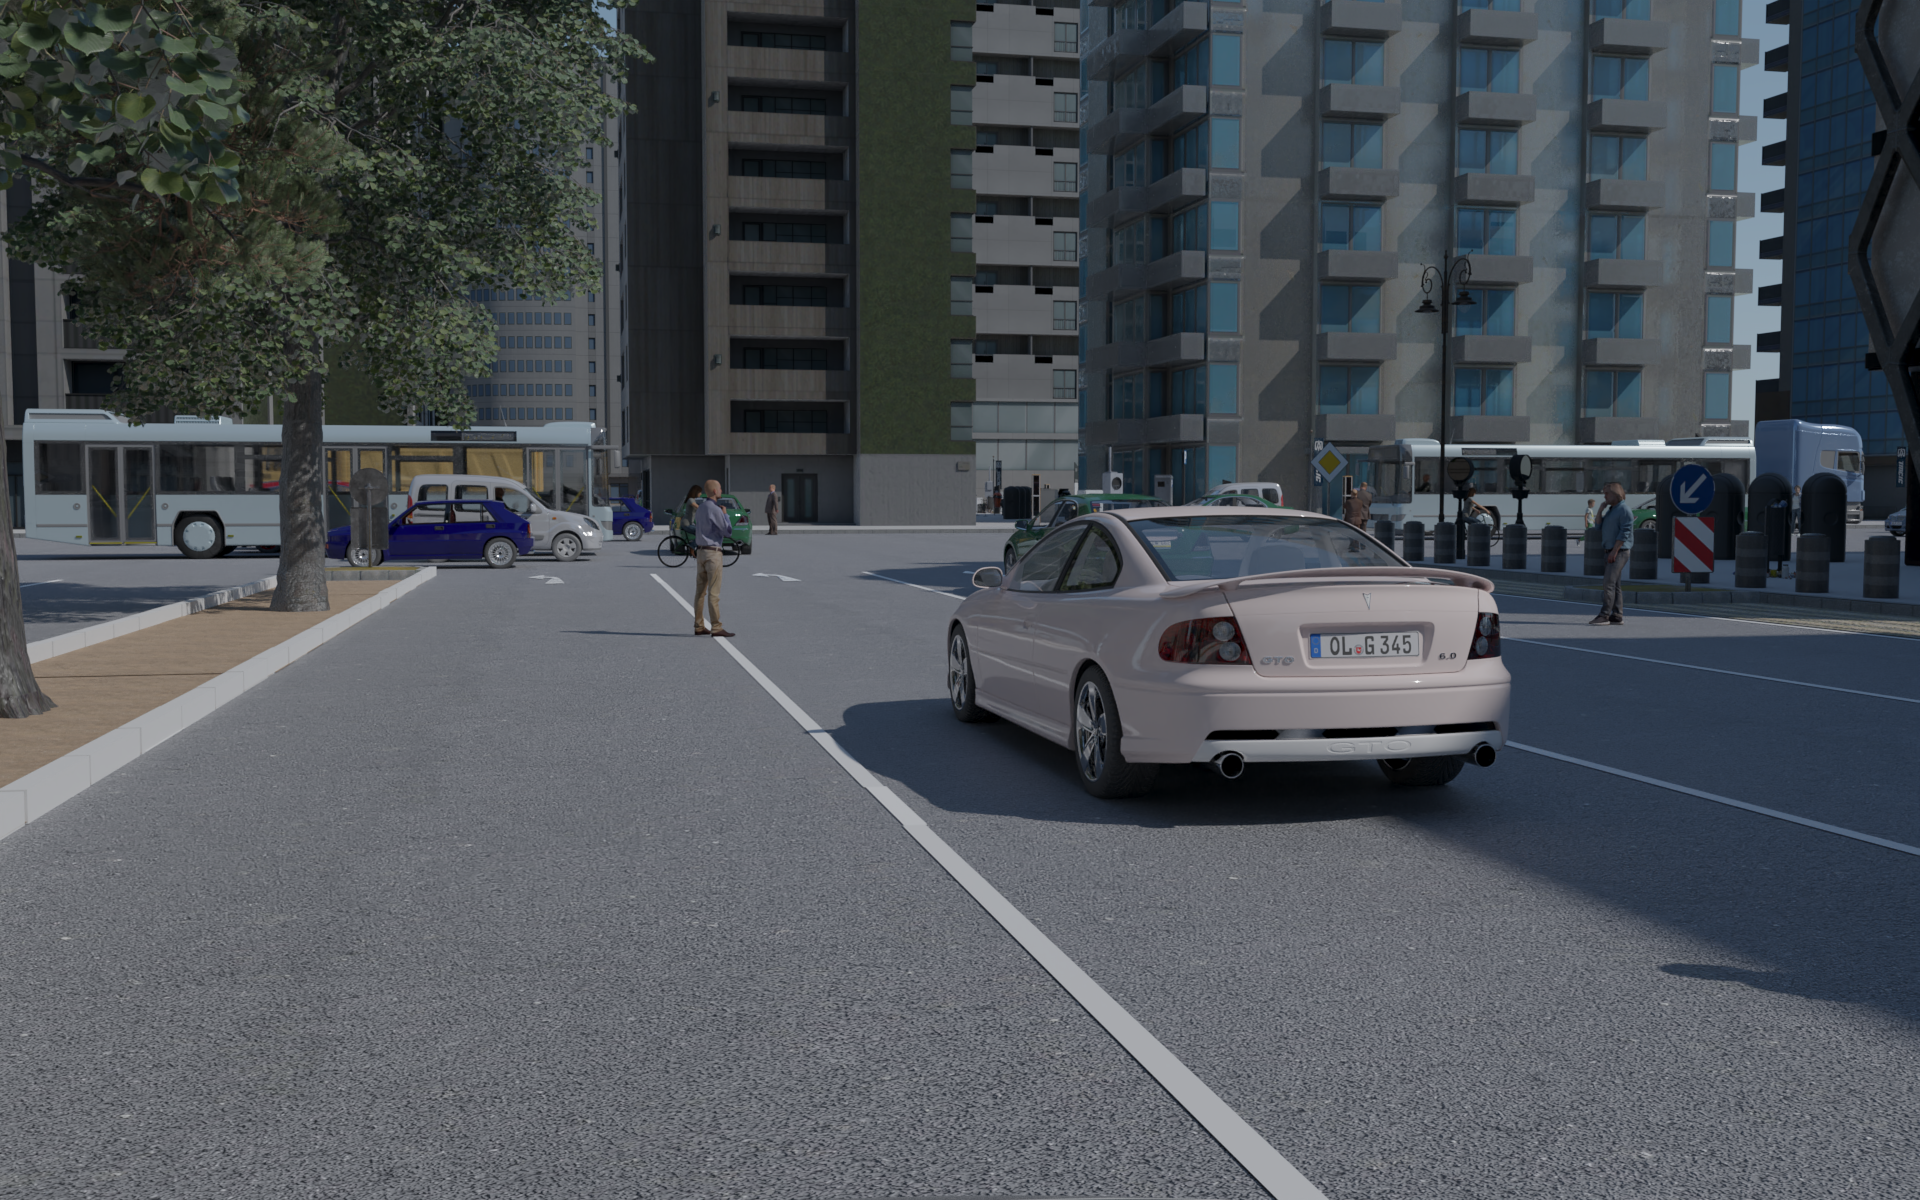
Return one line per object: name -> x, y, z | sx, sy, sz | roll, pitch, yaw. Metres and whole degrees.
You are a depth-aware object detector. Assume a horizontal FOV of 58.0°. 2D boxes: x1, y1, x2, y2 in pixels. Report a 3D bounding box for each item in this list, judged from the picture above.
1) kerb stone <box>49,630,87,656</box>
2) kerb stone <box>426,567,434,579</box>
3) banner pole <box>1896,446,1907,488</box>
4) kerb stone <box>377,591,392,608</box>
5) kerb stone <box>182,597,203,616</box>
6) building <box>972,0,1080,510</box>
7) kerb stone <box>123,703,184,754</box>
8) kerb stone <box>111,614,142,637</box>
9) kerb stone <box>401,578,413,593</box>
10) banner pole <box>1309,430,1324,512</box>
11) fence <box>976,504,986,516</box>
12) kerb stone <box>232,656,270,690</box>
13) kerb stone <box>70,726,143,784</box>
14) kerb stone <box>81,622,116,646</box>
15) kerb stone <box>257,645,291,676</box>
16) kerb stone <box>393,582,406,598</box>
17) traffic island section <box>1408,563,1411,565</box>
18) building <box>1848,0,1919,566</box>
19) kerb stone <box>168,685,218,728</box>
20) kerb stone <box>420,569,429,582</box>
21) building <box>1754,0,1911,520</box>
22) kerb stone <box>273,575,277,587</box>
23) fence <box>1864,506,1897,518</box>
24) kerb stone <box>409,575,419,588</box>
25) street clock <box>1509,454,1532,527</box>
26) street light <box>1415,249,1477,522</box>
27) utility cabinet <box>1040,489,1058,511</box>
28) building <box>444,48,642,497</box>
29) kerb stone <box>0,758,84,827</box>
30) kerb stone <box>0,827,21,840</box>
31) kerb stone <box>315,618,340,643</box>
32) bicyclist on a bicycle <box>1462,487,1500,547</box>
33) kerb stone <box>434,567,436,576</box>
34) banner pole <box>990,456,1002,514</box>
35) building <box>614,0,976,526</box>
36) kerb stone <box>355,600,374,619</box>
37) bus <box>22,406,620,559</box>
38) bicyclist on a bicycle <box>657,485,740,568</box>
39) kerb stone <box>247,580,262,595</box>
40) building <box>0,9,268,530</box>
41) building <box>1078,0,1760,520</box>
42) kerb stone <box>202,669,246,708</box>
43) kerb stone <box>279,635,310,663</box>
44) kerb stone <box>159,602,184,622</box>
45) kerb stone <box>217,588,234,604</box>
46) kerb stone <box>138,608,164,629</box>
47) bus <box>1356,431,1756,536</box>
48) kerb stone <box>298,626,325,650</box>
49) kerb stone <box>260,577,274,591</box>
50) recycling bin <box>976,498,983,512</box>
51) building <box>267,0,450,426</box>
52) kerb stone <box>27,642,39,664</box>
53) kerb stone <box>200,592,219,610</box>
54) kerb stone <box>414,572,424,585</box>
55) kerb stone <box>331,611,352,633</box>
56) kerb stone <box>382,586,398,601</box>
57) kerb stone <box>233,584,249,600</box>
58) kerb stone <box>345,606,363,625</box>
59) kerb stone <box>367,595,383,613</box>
kerb stone -> -8.091, 0.406, 15.609 | 0.120, 0.150, 1.000 | -1, 4, -13
kerb stone -> -8.977, -0.422, 29.098 | 0.120, 0.150, 1.000 | -1, 4, -13
banner pole -> 43.512, -5.495, 79.857 | 0.401, 3.779, 0.863 | -2, 4, -24
kerb stone -> -7.383, 0.015, 22.065 | 0.120, 0.150, 1.000 | -1, 4, -13
kerb stone -> -9.214, 0.096, 20.632 | 0.120, 0.150, 1.000 | -1, 4, -13
building -> 1.914, -34.043, 145.841 | 28.713, 52.752, 27.495 | -1, 4, -13
kerb stone -> -4.669, 0.746, 10.000 | 0.120, 0.150, 1.000 | -1, 4, -13
kerb stone -> -8.540, 0.283, 17.619 | 0.120, 0.150, 1.000 | -1, 4, -13
kerb stone -> -8.068, -0.176, 25.075 | 0.120, 0.150, 1.000 | -1, 4, -13
banner pole -> 13.873, -4.748, 67.642 | 0.863, 3.779, 0.401 | -2, 4, -26
fence -> 1.239, -5.227, 100.831 | 0.278, 0.683, 2.069 | -1, 4, -13
kerb stone -> -5.355, 0.561, 13.021 | 0.120, 0.150, 1.000 | -1, 4, -13
kerb stone -> -4.446, 0.808, 8.997 | 0.120, 0.150, 1.000 | -1, 4, -13
kerb stone -> -8.314, 0.343, 16.611 | 0.120, 0.150, 1.000 | -1, 4, -13
kerb stone -> -5.585, 0.500, 14.027 | 0.120, 0.150, 1.000 | -1, 4, -13
kerb stone -> -7.841, -0.115, 24.074 | 0.120, 0.150, 1.000 | -1, 4, -13
traffic island section -> 7.079, -0.672, 33.268 | 2.009, 0.180, 2.903 | -1, 4, -13
building -> 23.790, -9.542, 23.459 | 16.820, 18.784, 16.811 | -1, 4, -13
kerb stone -> -4.896, 0.688, 11.001 | 0.120, 0.150, 1.000 | -1, 4, -13
kerb stone -> -8.751, -0.360, 28.094 | 0.120, 0.150, 1.000 | -1, 4, -13
building -> 51.556, -26.762, 87.666 | 14.200, 45.320, 14.600 | -1, 4, -13
kerb stone -> -10.578, -0.269, 26.655 | 0.120, 0.150, 1.000 | -1, 4, -13
fence -> 44.204, -4.150, 83.223 | 0.278, 0.683, 2.069 | -1, 4, -16
kerb stone -> -8.297, -0.238, 26.084 | 0.120, 0.150, 1.000 | -1, 4, -13
street clock -> 10.259, -1.661, 31.731 | 0.358, 2.002, 0.471 | 3, 5, 44
street light -> 9.188, -3.678, 32.920 | 0.468, 5.910, 1.993 | -1, 4, -13
utility cabinet -> 3.839, -4.245, 78.086 | 1.173, 1.500, 0.318 | 2, 4, 32
building -> -53.079, -42.040, 229.357 | 28.212, 58.520, 21.231 | -1, 4, -13
kerb stone -> -4.217, 0.869, 7.994 | 0.120, 0.150, 1.000 | -1, 4, -13
kerb stone -> -3.993, 0.932, 6.986 | 0.120, 0.150, 1.000 | -1, 4, -13
kerb stone -> -6.257, 0.316, 17.034 | 0.120, 0.150, 1.000 | -1, 4, -13
bicyclist on a bicycle -> 13.779, -2.233, 46.530 | 1.625, 1.676, 1.499 | -1, 4, -11
kerb stone -> -9.206, -0.484, 30.114 | 0.120, 0.150, 1.000 | -1, 4, -13
banner pole -> 2.385, -7.530, 113.132 | 0.863, 3.779, 0.401 | 2, 4, 32
building -> -7.580, -18.542, 74.863 | 14.107, 30.474, 14.160 | -1, 4, -13
kerb stone -> -6.939, 0.136, 20.051 | 0.120, 0.150, 1.000 | -1, 4, -13
bus -> -13.895, -2.749, 39.811 | 13.247, 3.499, 2.948 | -1, 4, -14
bicyclist on a bicycle -> -5.087, -1.450, 33.733 | 1.625, 1.676, 1.499 | -1, 4, -14
kerb stone -> -10.127, -0.146, 24.646 | 0.120, 0.150, 1.000 | -1, 4, -13
building -> -33.188, -38.629, 69.833 | 20.611, 71.187, 20.563 | -1, 4, -13
building -> 20.971, -28.485, 85.332 | 30.456, 49.044, 23.786 | -1, 4, -13
kerb stone -> -5.126, 0.625, 12.011 | 0.120, 0.150, 1.000 | -1, 4, -13
kerb stone -> -5.805, 0.439, 15.030 | 0.120, 0.150, 1.000 | -1, 4, -13
kerb stone -> -9.001, 0.157, 19.628 | 0.120, 0.150, 1.000 | -1, 4, -13
kerb stone -> -9.678, -0.026, 22.641 | 0.120, 0.150, 1.000 | -1, 4, -13
kerb stone -> -8.767, 0.219, 18.628 | 0.120, 0.150, 1.000 | -1, 4, -13
bus -> 18.793, -3.708, 55.482 | 13.247, 3.499, 2.948 | -1, 4, -12
kerb stone -> -6.036, 0.379, 16.030 | 0.120, 0.150, 1.000 | -1, 4, -13
kerb stone -> -10.353, -0.211, 25.653 | 0.120, 0.150, 1.000 | -1, 4, -13
recycling bin -> 1.128, -6.787, 123.525 | 0.722, 1.027, 0.722 | 3, 4, 37
building -> -76.960, -48.052, 223.909 | 20.611, 71.187, 20.563 | -1, 4, -13
kerb stone -> -7.867, 0.464, 14.605 | 0.120, 0.150, 1.000 | -1, 4, -13
kerb stone -> -9.449, 0.037, 21.632 | 0.120, 0.150, 1.000 | -1, 4, -13
kerb stone -> -8.529, -0.293, 27.087 | 0.120, 0.150, 1.000 | -1, 4, -13
kerb stone -> -6.487, 0.254, 18.043 | 0.120, 0.150, 1.000 | -1, 4, -13
kerb stone -> -7.627, -0.053, 23.068 | 0.120, 0.150, 1.000 | -1, 4, -13
kerb stone -> -9.897, -0.086, 23.644 | 0.120, 0.150, 1.000 | -1, 4, -13
kerb stone -> -6.714, 0.199, 19.050 | 0.120, 0.150, 1.000 | -1, 4, -13
kerb stone -> -7.166, 0.075, 21.062 | 0.120, 0.150, 1.000 | -1, 4, -13
